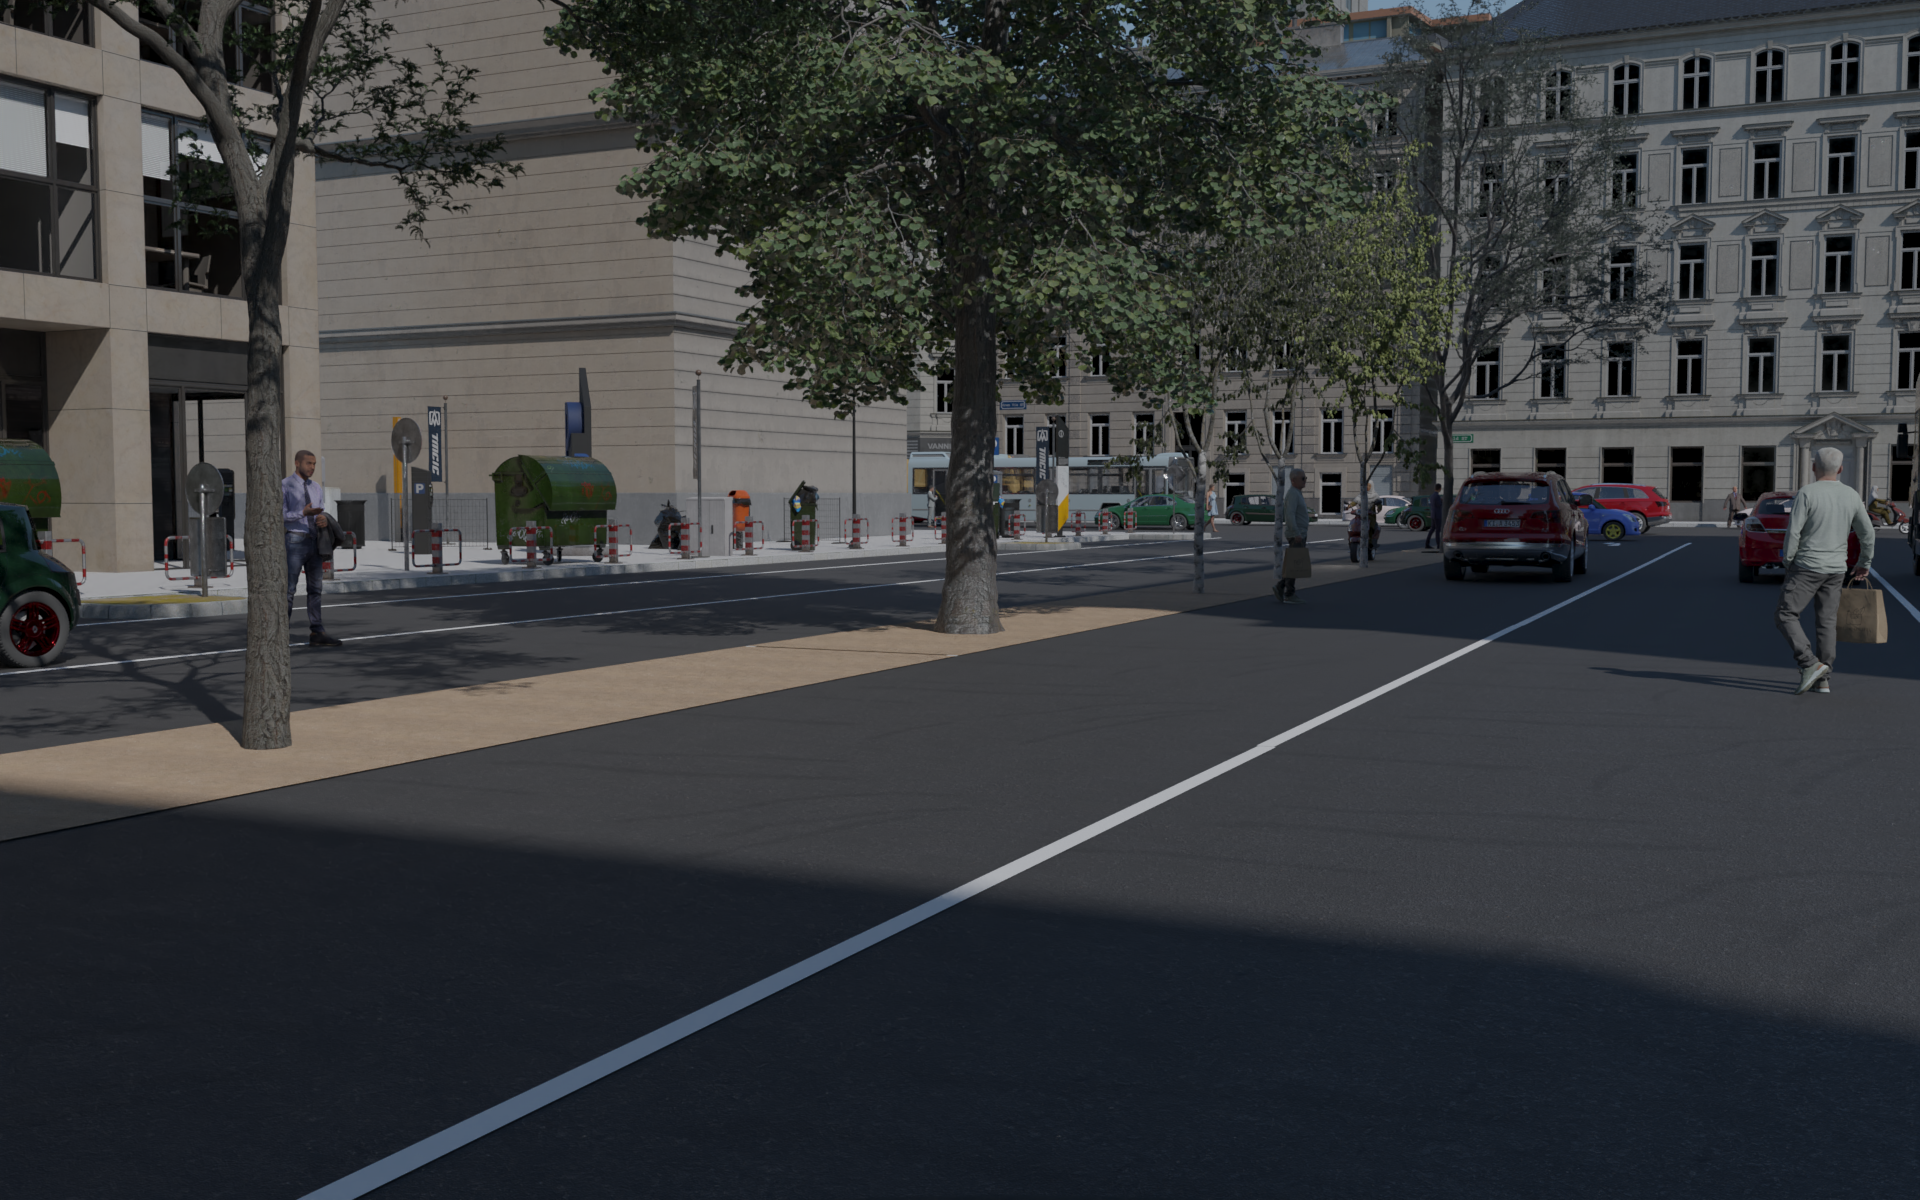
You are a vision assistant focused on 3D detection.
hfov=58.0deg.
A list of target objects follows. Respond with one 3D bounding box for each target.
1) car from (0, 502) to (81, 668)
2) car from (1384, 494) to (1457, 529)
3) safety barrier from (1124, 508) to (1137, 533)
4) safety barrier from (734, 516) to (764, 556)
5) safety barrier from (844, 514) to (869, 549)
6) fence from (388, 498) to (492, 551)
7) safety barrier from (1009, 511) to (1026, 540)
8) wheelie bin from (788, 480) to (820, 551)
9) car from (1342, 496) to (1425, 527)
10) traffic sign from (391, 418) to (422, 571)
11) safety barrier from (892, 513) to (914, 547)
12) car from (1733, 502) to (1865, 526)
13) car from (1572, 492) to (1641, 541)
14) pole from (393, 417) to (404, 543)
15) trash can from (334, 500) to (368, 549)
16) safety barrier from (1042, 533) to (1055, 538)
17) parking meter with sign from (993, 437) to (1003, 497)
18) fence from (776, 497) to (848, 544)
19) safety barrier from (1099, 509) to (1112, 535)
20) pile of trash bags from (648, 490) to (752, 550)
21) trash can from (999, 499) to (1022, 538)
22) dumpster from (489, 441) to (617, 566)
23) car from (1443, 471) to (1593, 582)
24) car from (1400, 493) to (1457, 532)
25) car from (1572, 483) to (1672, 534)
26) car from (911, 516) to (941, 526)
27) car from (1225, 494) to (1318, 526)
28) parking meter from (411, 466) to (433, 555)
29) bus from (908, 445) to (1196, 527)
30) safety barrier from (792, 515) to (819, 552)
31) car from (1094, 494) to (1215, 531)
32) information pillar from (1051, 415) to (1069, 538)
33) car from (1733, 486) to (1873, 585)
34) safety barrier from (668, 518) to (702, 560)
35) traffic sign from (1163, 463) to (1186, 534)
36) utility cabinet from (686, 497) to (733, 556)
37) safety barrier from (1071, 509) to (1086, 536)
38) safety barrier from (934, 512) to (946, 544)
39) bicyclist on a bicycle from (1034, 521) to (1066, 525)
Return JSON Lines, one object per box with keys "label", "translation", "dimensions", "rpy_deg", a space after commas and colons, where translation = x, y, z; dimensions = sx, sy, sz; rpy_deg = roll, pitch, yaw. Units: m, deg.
{"label": "car", "translation": [-8.979, -0.221, 13.394], "dimensions": [2.009, 1.686, 4.222], "rpy_deg": [2, 4, 26]}
{"label": "car", "translation": [19.891, -3.627, 71.094], "dimensions": [4.920, 1.459, 2.131], "rpy_deg": [2, 4, 25]}
{"label": "safety barrier", "translation": [5.591, -2.604, 56.843], "dimensions": [0.300, 0.817, 1.120], "rpy_deg": [2, 4, 26]}
{"label": "safety barrier", "translation": [-4.391, -1.332, 36.057], "dimensions": [0.300, 0.817, 1.120], "rpy_deg": [2, 4, 26]}
{"label": "safety barrier", "translation": [-2.397, -1.586, 40.211], "dimensions": [0.300, 0.817, 1.120], "rpy_deg": [2, 4, 26]}
{"label": "fence", "translation": [-11.878, -1.734, 39.556], "dimensions": [2.264, 1.192, 0.480], "rpy_deg": [-1, 4, -20]}
{"label": "safety barrier", "translation": [1.601, -2.096, 48.537], "dimensions": [0.300, 0.817, 1.120], "rpy_deg": [2, 4, 26]}
{"label": "wheelie bin", "translation": [-3.549, -1.927, 39.411], "dimensions": [0.693, 1.594, 0.980], "rpy_deg": [0, 4, -2]}
{"label": "car", "translation": [19.155, -3.873, 75.683], "dimensions": [4.827, 1.381, 2.083], "rpy_deg": [2, 4, 27]}
{"label": "traffic sign", "translation": [-9.247, -1.760, 28.880], "dimensions": [0.768, 2.556, 0.104], "rpy_deg": [2, 4, 34]}
{"label": "safety barrier", "translation": [-1.397, -1.714, 42.295], "dimensions": [0.300, 0.817, 1.120], "rpy_deg": [2, 4, 26]}
{"label": "car", "translation": [33.835, -3.518, 69.888], "dimensions": [4.827, 1.381, 2.083], "rpy_deg": [2, 4, 27]}
{"label": "car", "translation": [19.216, -2.709, 53.888], "dimensions": [3.694, 1.707, 1.945], "rpy_deg": [2, 4, 24]}
{"label": "pole", "translation": [-14.871, -3.180, 45.830], "dimensions": [0.158, 3.312, 0.155], "rpy_deg": [0, 3, 0]}
{"label": "trash can", "translation": [-14.198, -1.757, 40.384], "dimensions": [0.748, 1.137, 0.748], "rpy_deg": [0, 3, 0]}
{"label": "safety barrier", "translation": [2.605, -2.223, 50.617], "dimensions": [0.300, 0.817, 1.120], "rpy_deg": [2, 4, 26]}
{"label": "parking meter with sign", "translation": [1.091, -3.540, 54.147], "dimensions": [0.543, 3.016, 1.738], "rpy_deg": [1, 4, 11]}
{"label": "fence", "translation": [-3.891, -2.092, 45.415], "dimensions": [2.264, 1.192, 0.480], "rpy_deg": [3, 5, 41]}
{"label": "safety barrier", "translation": [4.596, -2.476, 54.765], "dimensions": [0.300, 0.817, 1.120], "rpy_deg": [2, 4, 26]}
{"label": "pile of trash bags", "translation": [-5.745, -1.844, 39.905], "dimensions": [1.912, 1.369, 3.447], "rpy_deg": [-3, 4, -36]}
{"label": "trash can", "translation": [1.439, -2.386, 50.664], "dimensions": [0.748, 1.137, 0.748], "rpy_deg": [0, 3, 0]}
{"label": "dumpster", "translation": [-7.497, -1.797, 31.870], "dimensions": [1.502, 2.255, 1.985], "rpy_deg": [2, 4, 25]}
{"label": "car", "translation": [9.669, -1.301, 29.942], "dimensions": [2.281, 1.827, 5.304], "rpy_deg": [2, 4, 24]}
{"label": "car", "translation": [19.013, -3.458, 66.318], "dimensions": [4.222, 1.686, 2.009], "rpy_deg": [2, 4, 27]}
{"label": "car", "translation": [22.830, -3.290, 62.470], "dimensions": [5.304, 1.827, 2.281], "rpy_deg": [2, 4, 27]}
{"label": "car", "translation": [-1.861, -4.333, 79.890], "dimensions": [4.494, 1.783, 2.155], "rpy_deg": [2, 4, 27]}
{"label": "car", "translation": [14.177, -4.229, 78.928], "dimensions": [4.222, 1.686, 2.009], "rpy_deg": [2, 4, 24]}
{"label": "parking meter", "translation": [-11.400, -1.898, 36.741], "dimensions": [0.399, 1.863, 0.255], "rpy_deg": [0, 4, 1]}
{"label": "bus", "translation": [4.251, -4.842, 74.033], "dimensions": [13.247, 3.499, 2.948], "rpy_deg": [2, 4, 25]}
{"label": "safety barrier", "translation": [-3.394, -1.459, 38.138], "dimensions": [0.300, 0.817, 1.120], "rpy_deg": [2, 4, 26]}
{"label": "car", "translation": [7.744, -3.527, 69.463], "dimensions": [4.920, 1.459, 2.131], "rpy_deg": [2, 4, 26]}
{"label": "information pillar", "translation": [3.016, -3.664, 51.256], "dimensions": [0.504, 3.616, 0.183], "rpy_deg": [-3, 5, -44]}
{"label": "car", "translation": [14.099, -1.222, 29.024], "dimensions": [2.155, 1.783, 4.494], "rpy_deg": [2, 4, 26]}
{"label": "safety barrier", "translation": [-5.387, -1.205, 33.984], "dimensions": [0.300, 0.817, 1.120], "rpy_deg": [2, 4, 26]}
{"label": "traffic sign", "translation": [6.924, -3.203, 56.013], "dimensions": [0.795, 2.450, 0.064], "rpy_deg": [2, 4, 26]}
{"label": "utility cabinet", "translation": [-5.218, -1.521, 36.022], "dimensions": [1.020, 1.237, 0.306], "rpy_deg": [2, 4, 31]}
{"label": "safety barrier", "translation": [3.602, -2.350, 52.691], "dimensions": [0.300, 0.817, 1.120], "rpy_deg": [2, 4, 26]}
{"label": "safety barrier", "translation": [-0.393, -1.841, 44.376], "dimensions": [0.300, 0.817, 1.120], "rpy_deg": [2, 4, 26]}
{"label": "bicyclist on a bicycle", "translation": [4.095, -4.189, 78.509], "dimensions": [1.625, 1.676, 1.499], "rpy_deg": [2, 4, 24]}
